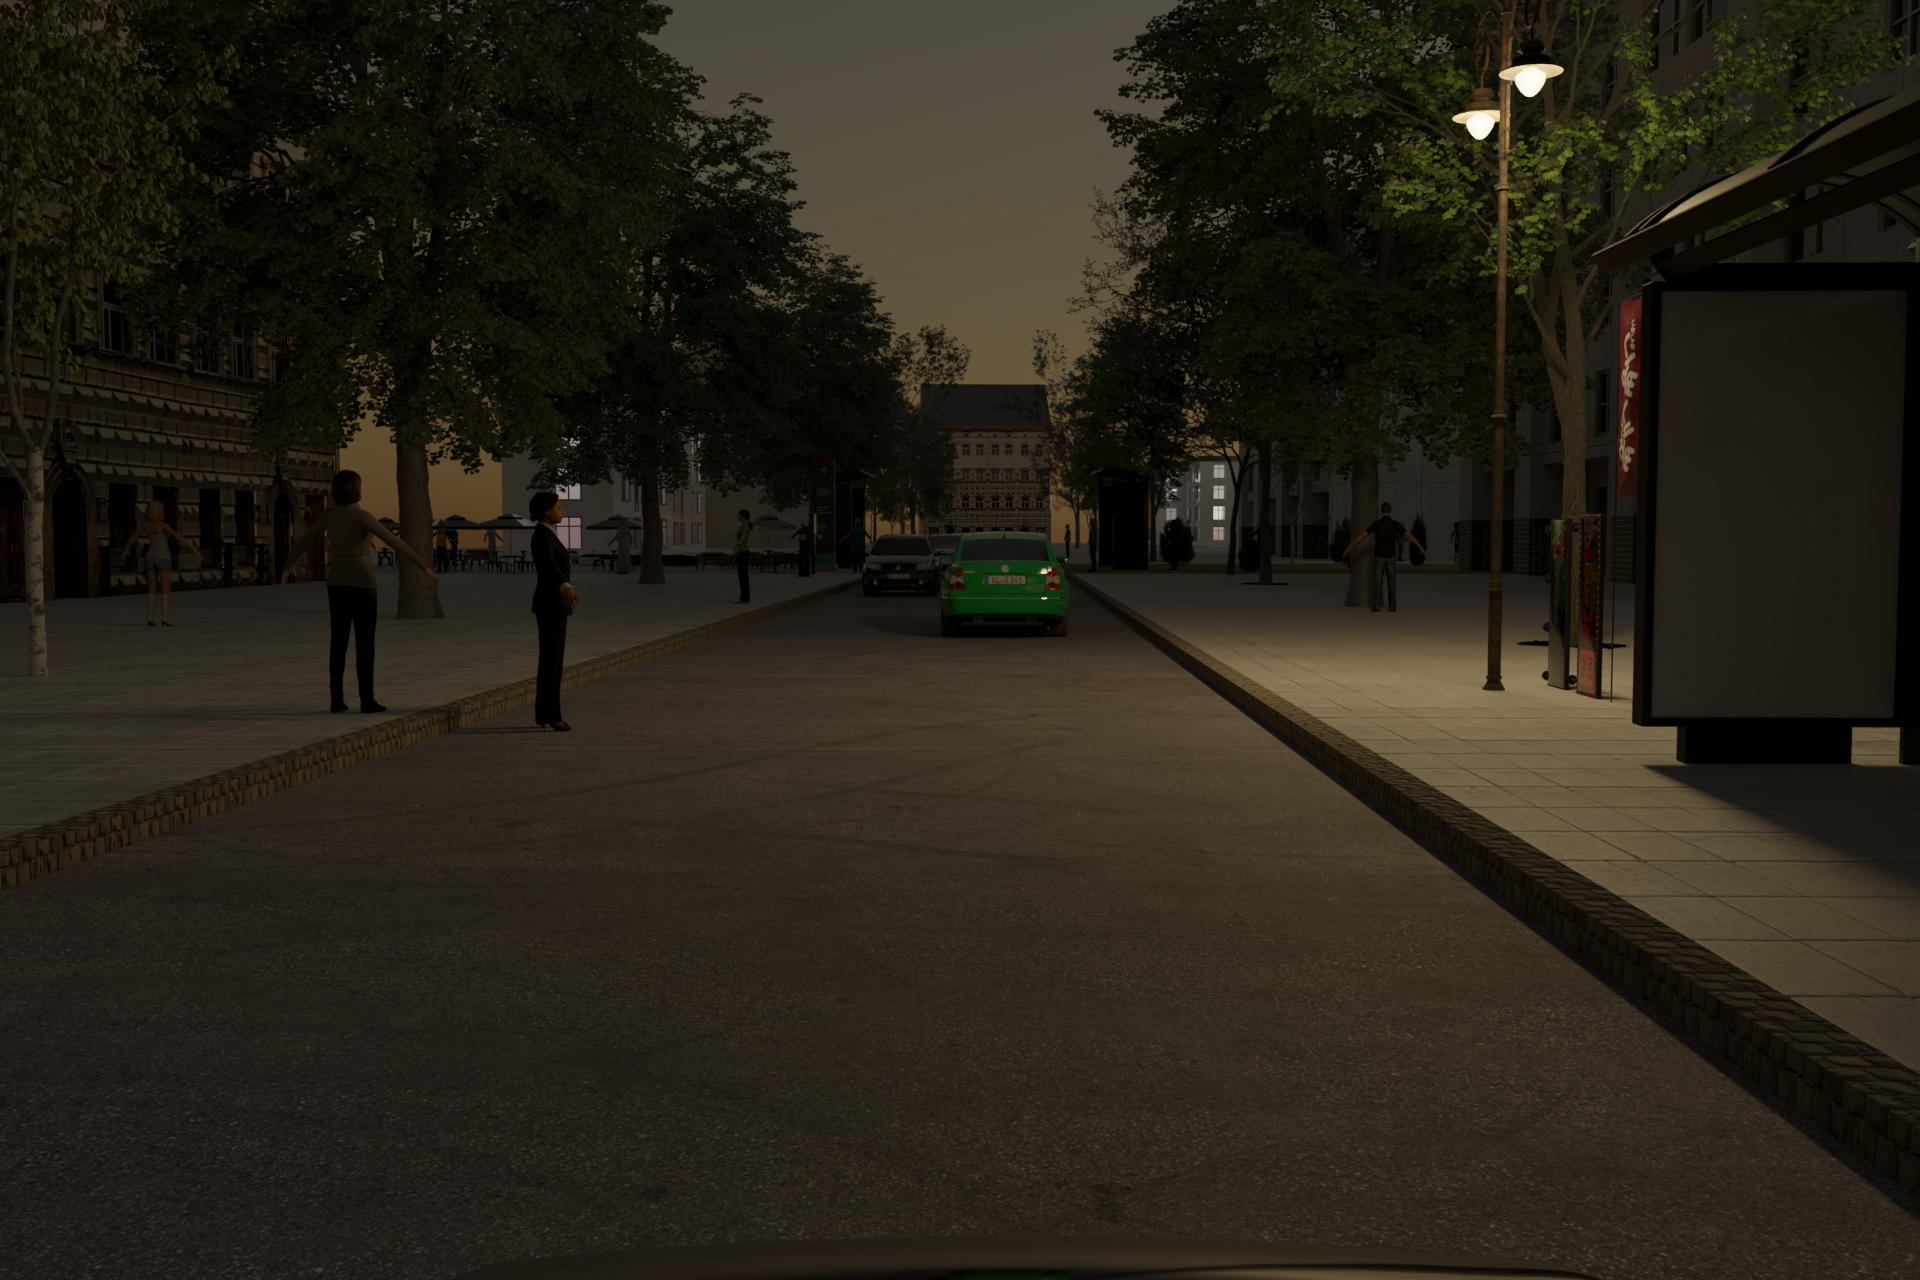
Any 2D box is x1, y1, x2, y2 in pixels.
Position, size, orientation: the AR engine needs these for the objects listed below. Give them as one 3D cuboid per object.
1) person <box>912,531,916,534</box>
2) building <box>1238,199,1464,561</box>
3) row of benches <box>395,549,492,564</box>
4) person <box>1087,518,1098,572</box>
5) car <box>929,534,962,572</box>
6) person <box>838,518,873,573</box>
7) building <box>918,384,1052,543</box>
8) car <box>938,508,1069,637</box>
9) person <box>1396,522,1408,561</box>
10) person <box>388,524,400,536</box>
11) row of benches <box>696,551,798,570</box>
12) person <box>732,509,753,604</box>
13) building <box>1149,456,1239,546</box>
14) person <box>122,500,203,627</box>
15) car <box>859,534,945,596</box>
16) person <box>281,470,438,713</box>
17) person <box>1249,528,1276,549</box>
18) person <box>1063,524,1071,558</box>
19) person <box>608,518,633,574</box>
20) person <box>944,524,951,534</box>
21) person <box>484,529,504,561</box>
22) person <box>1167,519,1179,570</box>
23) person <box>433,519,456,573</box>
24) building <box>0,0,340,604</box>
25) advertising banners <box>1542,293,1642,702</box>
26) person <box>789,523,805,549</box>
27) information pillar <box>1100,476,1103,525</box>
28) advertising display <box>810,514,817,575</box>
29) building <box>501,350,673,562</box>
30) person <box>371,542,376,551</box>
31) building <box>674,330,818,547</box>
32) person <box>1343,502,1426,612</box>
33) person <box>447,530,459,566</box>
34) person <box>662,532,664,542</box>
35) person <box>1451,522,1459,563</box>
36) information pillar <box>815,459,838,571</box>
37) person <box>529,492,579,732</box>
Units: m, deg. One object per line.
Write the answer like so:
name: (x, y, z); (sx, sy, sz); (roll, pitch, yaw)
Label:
person: (-2.615, -5.205, 94.361); (0.599, 1.433, 0.991); (-1, 4, -13)
building: (26.332, -14.135, 97.566); (16.747, 18.905, 31.486); (0, 4, 1)
row of benches: (-21.988, -3.583, 74.046); (4.104, 0.672, 1.422); (0, 4, -7)
person: (4.442, -3.188, 58.255); (0.705, 1.813, 1.348); (0, 4, 1)
car: (-0.415, -2.850, 58.394); (2.131, 1.459, 4.920); (0, 4, 1)
person: (-3.402, -3.125, 57.225); (1.347, 1.817, 0.704); (-3, 4, -37)
building: (3.305, -25.607, 252.062); (18.063, 23.208, 19.493); (0, 4, -3)
car: (0.641, -1.022, 25.498); (1.959, 1.807, 4.718); (0, 4, 1)
person: (20.805, -4.643, 81.677); (0.705, 1.858, 1.354); (0, 4, -3)
person: (-17.322, -2.868, 53.734); (0.445, 1.727, 0.742); (3, 5, 40)
row of benches: (-7.813, -2.926, 63.310); (4.104, 0.672, 1.422); (-2, 4, -34)
person: (-4.066, -1.533, 31.882); (0.721, 1.737, 1.217); (0, 4, -1)
building: (26.716, -15.749, 199.645); (9.099, 9.664, 28.070); (0, 4, 1)
person: (-11.125, -1.072, 24.132); (1.214, 1.753, 0.721); (1, 4, 9)
car: (-1.349, -1.910, 41.021); (2.009, 1.686, 4.222); (0, 4, 1)
person: (-4.351, -0.351, 12.501); (1.215, 1.744, 0.721); (1, 4, 10)
person: (13.708, -4.433, 78.710); (1.346, 1.802, 0.704); (-1, 4, -9)
person: (5.840, -5.413, 94.474); (0.705, 1.833, 1.349); (1, 4, 11)
person: (-10.858, -3.031, 55.711); (0.704, 1.811, 1.347); (1, 4, 22)
person: (-0.561, -3.921, 72.494); (0.705, 1.837, 1.347); (-1, 4, -14)
person: (-20.491, -4.266, 75.941); (0.705, 1.806, 1.347); (1, 4, 21)
person: (7.527, -3.362, 61.154); (0.705, 1.806, 1.347); (1, 4, 15)
person: (-17.115, -3.093, 57.032); (1.216, 1.772, 0.721); (1, 4, 19)
building: (-26.577, -12.700, 38.578); (19.493, 23.208, 18.063); (0, 4, 1)
advertising banners: (4.968, -1.066, 13.615); (0.090, 3.025, 2.074); (0, 4, 1)
person: (-7.512, -4.695, 82.908); (1.346, 1.812, 0.704); (0, 4, -7)
information pillar: (5.720, -4.821, 70.170); (0.183, 3.616, 0.504); (0, 4, 2)
advertising display: (-4.658, -3.057, 55.196); (0.123, 1.923, 0.974); (0, 4, 1)
building: (-19.654, -9.171, 92.097); (9.099, 9.664, 28.070); (0, 4, 2)
person: (-13.990, -2.106, 40.616); (0.705, 1.807, 1.348); (-2, 4, -34)
building: (-22.196, -21.288, 178.981); (19.493, 23.208, 18.063); (0, 4, 2)
person: (7.022, -1.370, 28.611); (1.348, 1.803, 0.705); (0, 4, 7)
person: (-20.375, -3.920, 69.869); (0.705, 1.856, 1.354); (-1, 4, -18)
person: (-14.104, -4.586, 80.834); (0.705, 1.847, 1.347); (-2, 4, -35)
person: (22.149, -4.334, 77.000); (0.704, 1.843, 1.345); (-1, 4, -16)
information pillar: (-4.658, -4.323, 60.064); (0.750, 3.857, 0.750); (0, 4, 2)
person: (-2.924, -0.215, 12.689); (0.721, 1.740, 1.216); (-1, 4, -18)
